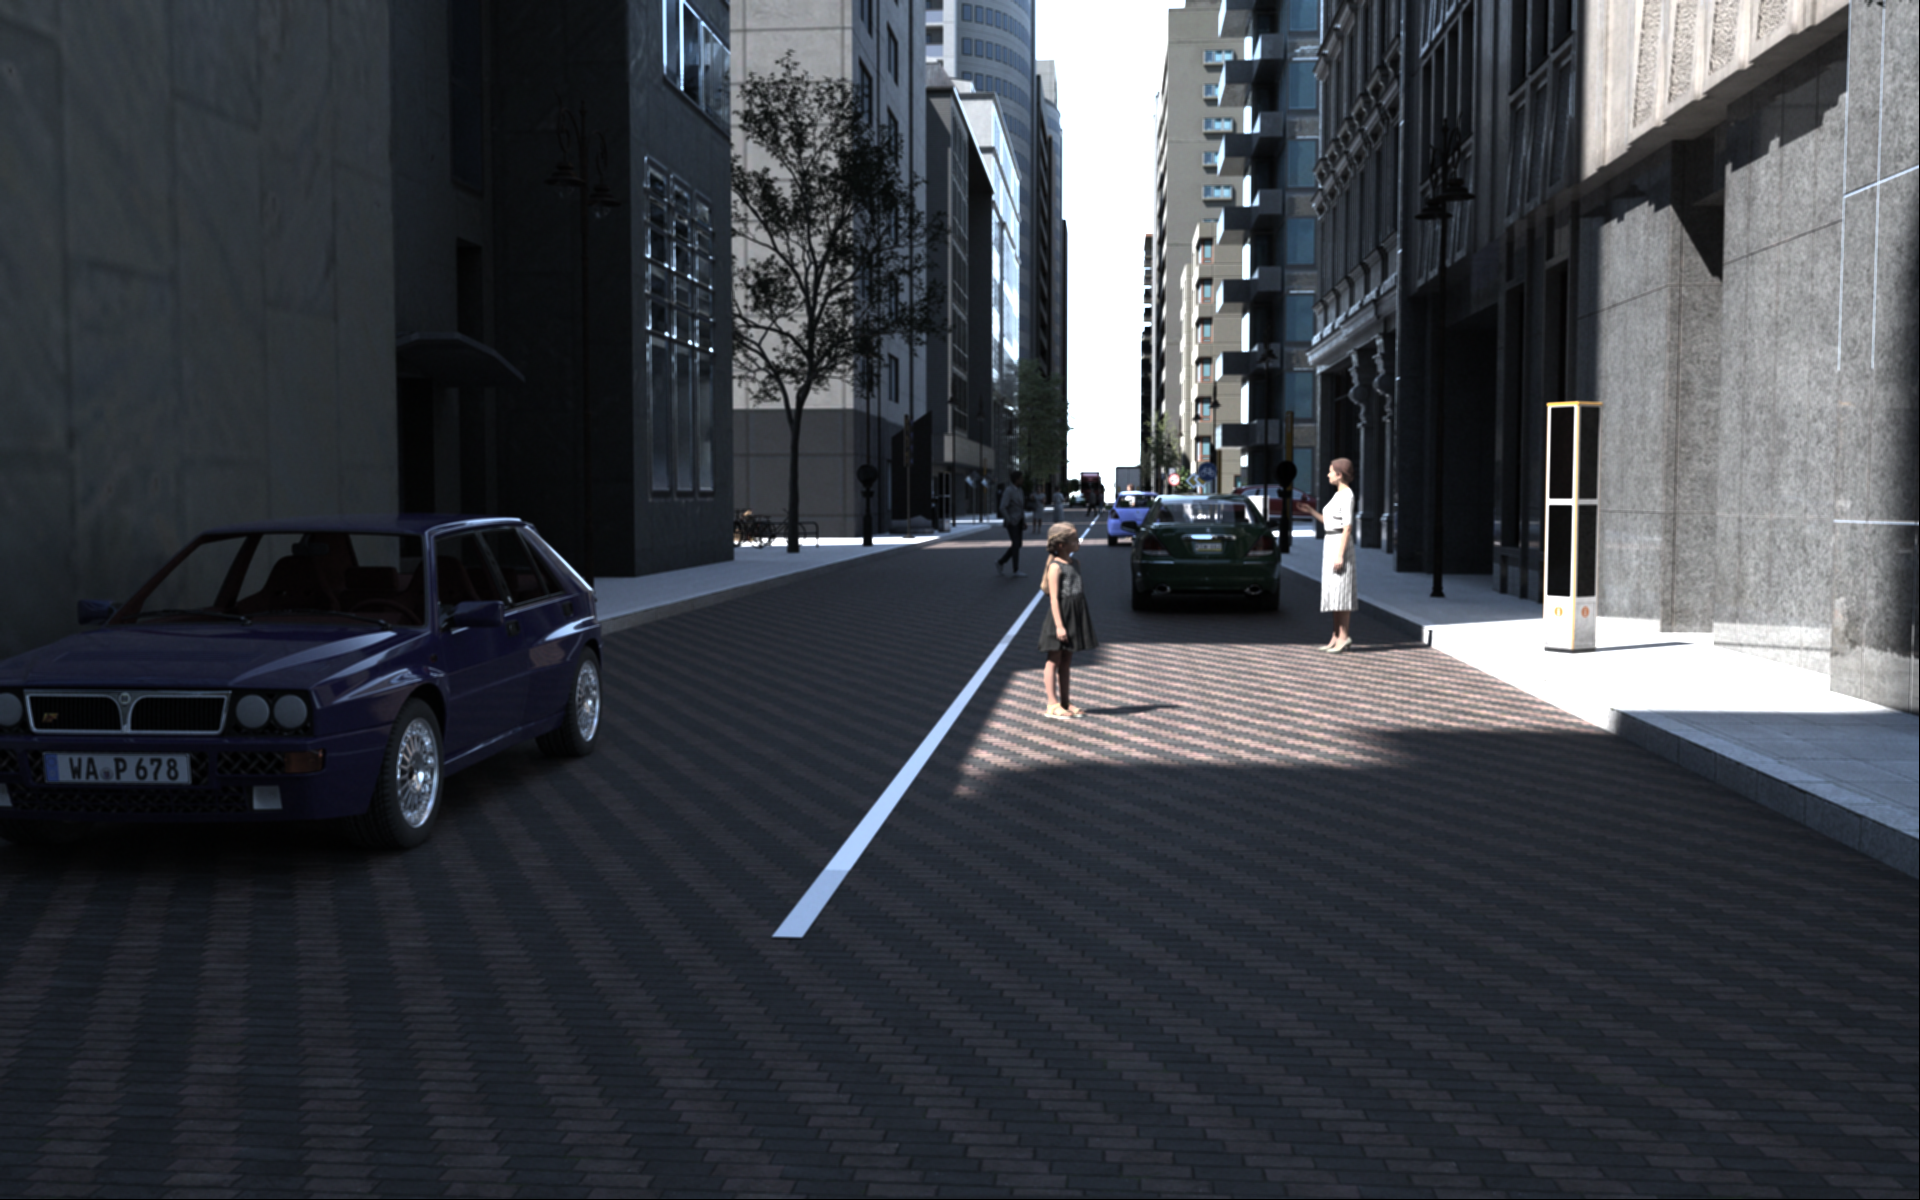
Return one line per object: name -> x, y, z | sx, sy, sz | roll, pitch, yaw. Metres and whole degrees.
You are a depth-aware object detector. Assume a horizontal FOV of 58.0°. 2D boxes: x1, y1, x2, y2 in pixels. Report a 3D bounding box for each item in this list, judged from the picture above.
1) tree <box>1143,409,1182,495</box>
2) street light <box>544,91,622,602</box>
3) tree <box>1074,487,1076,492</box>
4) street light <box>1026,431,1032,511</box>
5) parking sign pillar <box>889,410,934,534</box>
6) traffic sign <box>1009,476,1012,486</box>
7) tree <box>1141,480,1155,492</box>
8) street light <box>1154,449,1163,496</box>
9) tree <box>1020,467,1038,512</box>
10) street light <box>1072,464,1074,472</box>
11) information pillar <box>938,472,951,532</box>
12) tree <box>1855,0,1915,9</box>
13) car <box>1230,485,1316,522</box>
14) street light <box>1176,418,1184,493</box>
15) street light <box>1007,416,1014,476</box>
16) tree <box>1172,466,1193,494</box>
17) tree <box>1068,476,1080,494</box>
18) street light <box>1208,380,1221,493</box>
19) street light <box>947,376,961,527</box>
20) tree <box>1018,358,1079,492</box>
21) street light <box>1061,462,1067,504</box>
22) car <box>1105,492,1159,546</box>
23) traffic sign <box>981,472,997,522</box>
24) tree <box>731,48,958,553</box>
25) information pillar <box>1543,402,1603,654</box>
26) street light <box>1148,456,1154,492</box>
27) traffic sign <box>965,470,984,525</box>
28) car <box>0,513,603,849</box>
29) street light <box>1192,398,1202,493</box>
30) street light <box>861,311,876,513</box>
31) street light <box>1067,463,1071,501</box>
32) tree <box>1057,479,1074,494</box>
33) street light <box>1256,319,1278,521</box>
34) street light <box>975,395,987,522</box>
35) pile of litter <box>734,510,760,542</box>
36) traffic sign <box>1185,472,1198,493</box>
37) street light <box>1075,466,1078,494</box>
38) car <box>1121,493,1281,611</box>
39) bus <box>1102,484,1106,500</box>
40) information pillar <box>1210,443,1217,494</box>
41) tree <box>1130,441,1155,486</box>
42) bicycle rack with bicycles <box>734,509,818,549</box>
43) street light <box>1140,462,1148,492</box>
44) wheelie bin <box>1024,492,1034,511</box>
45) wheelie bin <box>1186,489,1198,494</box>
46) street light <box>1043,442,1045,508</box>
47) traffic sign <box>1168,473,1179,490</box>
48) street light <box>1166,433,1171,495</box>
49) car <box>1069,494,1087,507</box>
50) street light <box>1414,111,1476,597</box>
tree -> 17.492, -12.061, 147.554 | 4.737, 8.622, 4.395 | 0, 3, 0
street light -> -4.416, -2.916, 20.463 | 0.468, 5.910, 1.993 | 0, 4, 5
tree -> 15.768, -15.603, 249.705 | 1.663, 3.219, 1.824 | 0, 3, 0
street light -> 5.105, -9.448, 127.260 | 0.468, 5.910, 1.993 | 0, 4, 5
parking sign pillar -> -1.550, -4.106, 55.600 | 1.447, 3.967, 1.447 | 0, 4, -2
traffic sign -> 3.099, -5.977, 99.857 | 0.606, 2.300, 0.079 | 1, 4, 11
tree -> 22.810, -13.251, 211.249 | 1.663, 3.219, 1.824 | 0, 3, 0
street light -> 18.089, -11.288, 157.353 | 0.468, 5.910, 1.993 | 0, 4, 5
tree -> 4.741, -7.899, 123.745 | 1.663, 3.219, 1.824 | 0, 3, 0
street light -> 15.117, -16.288, 239.100 | 0.468, 5.910, 1.993 | 0, 4, 5
information pillar -> -0.530, -3.290, 58.284 | 0.304, 2.012, 0.304 | -3, 5, -43
tree -> 5.202, -4.292, 4.582 | 8.767, 10.594, 7.601 | 0, 4, 5
car -> 13.811, -3.981, 73.770 | 5.304, 1.827, 2.281 | 0, 4, 6
street light -> 13.422, -8.126, 105.647 | 0.468, 5.910, 1.993 | 0, 4, 5
street light -> 2.998, -7.972, 103.128 | 0.468, 5.910, 1.993 | 0, 4, 5
tree -> 13.959, -7.013, 109.257 | 1.663, 3.219, 1.824 | 0, 3, 0
tree -> 20.201, -19.768, 306.915 | 4.285, 4.588, 4.351 | 0, 3, 0
street light -> 10.307, -5.957, 70.179 | 0.468, 5.910, 1.993 | 0, 4, 5
street light -> -0.239, -5.822, 67.982 | 0.468, 5.910, 1.993 | 0, 4, 5
tree -> 5.982, -13.854, 144.639 | 7.486, 12.596, 7.792 | 0, 3, 0
street light -> 11.998, -14.123, 203.691 | 0.468, 5.910, 1.993 | 0, 4, 5
car -> 5.078, -2.425, 49.245 | 1.945, 1.707, 3.694 | 0, 4, 6
traffic sign -> 1.290, -4.635, 79.418 | 0.795, 2.450, 0.064 | 0, 4, 5
tree -> -3.784, -6.295, 37.342 | 8.767, 10.594, 7.601 | 1, 4, 17
information pillar -> 4.943, -0.581, 13.987 | 0.304, 2.012, 0.304 | -2, 4, -32
street light -> 20.215, -12.733, 180.976 | 0.468, 5.910, 1.993 | 0, 4, 5
traffic sign -> 0.582, -4.148, 71.464 | 0.795, 2.450, 0.064 | 0, 4, 5
car -> -2.965, 0.264, 8.257 | 1.945, 1.354, 3.894 | 0, 4, 4
street light -> 11.219, -6.689, 82.152 | 0.468, 5.910, 1.993 | 0, 4, 5
street light -> -2.333, -4.354, 43.969 | 0.468, 5.910, 1.993 | 0, 4, 5
street light -> 13.996, -15.571, 227.369 | 0.468, 5.910, 1.993 | 0, 4, 5
tree -> 13.214, -14.049, 224.293 | 1.663, 3.219, 1.824 | 0, 3, 0
street light -> 8.112, -4.470, 45.875 | 0.468, 5.910, 1.993 | 0, 4, 5
street light -> 0.967, -6.534, 79.619 | 0.468, 5.910, 1.993 | 0, 4, 5
pile of litter -> -6.060, -2.039, 47.300 | 1.176, 0.858, 1.719 | 0, 4, -6
traffic sign -> 10.596, -4.583, 78.571 | 0.795, 2.450, 0.064 | 0, 4, 5
street light -> 17.177, -17.734, 262.733 | 0.468, 5.910, 1.993 | 0, 4, 5
car -> 3.176, -0.673, 22.799 | 2.131, 1.459, 4.920 | 0, 4, 6
bus -> 23.799, -18.652, 299.813 | 2.948, 3.499, 13.247 | 0, 4, 5
information pillar -> 11.494, -5.340, 78.667 | 0.183, 3.616, 0.504 | -2, 4, -24
tree -> 25.482, -17.585, 237.883 | 4.360, 8.622, 3.978 | 0, 3, 0
bicycle rack with bicycles -> -4.892, -1.733, 41.713 | 2.925, 0.926, 2.852 | -3, 5, -45
street light -> 24.450, -15.662, 228.861 | 0.468, 5.910, 1.993 | 0, 4, 5
wheelie bin -> 5.357, -7.621, 132.509 | 0.693, 1.594, 0.980 | -1, 4, -23
wheelie bin -> 13.807, -5.814, 102.964 | 0.693, 1.594, 0.980 | -3, 5, -39
street light -> 7.608, -11.199, 155.888 | 0.468, 5.910, 1.993 | 0, 4, 5
traffic sign -> 13.232, -6.532, 106.909 | 0.768, 2.556, 0.104 | 1, 4, 14
street light -> 15.573, -9.563, 129.146 | 0.468, 5.910, 1.993 | 0, 4, 5
car -> 12.893, -11.065, 189.709 | 1.959, 1.807, 4.718 | 0, 4, 5
street light -> 5.967, -2.977, 21.468 | 0.468, 5.910, 1.993 | 0, 4, 5
